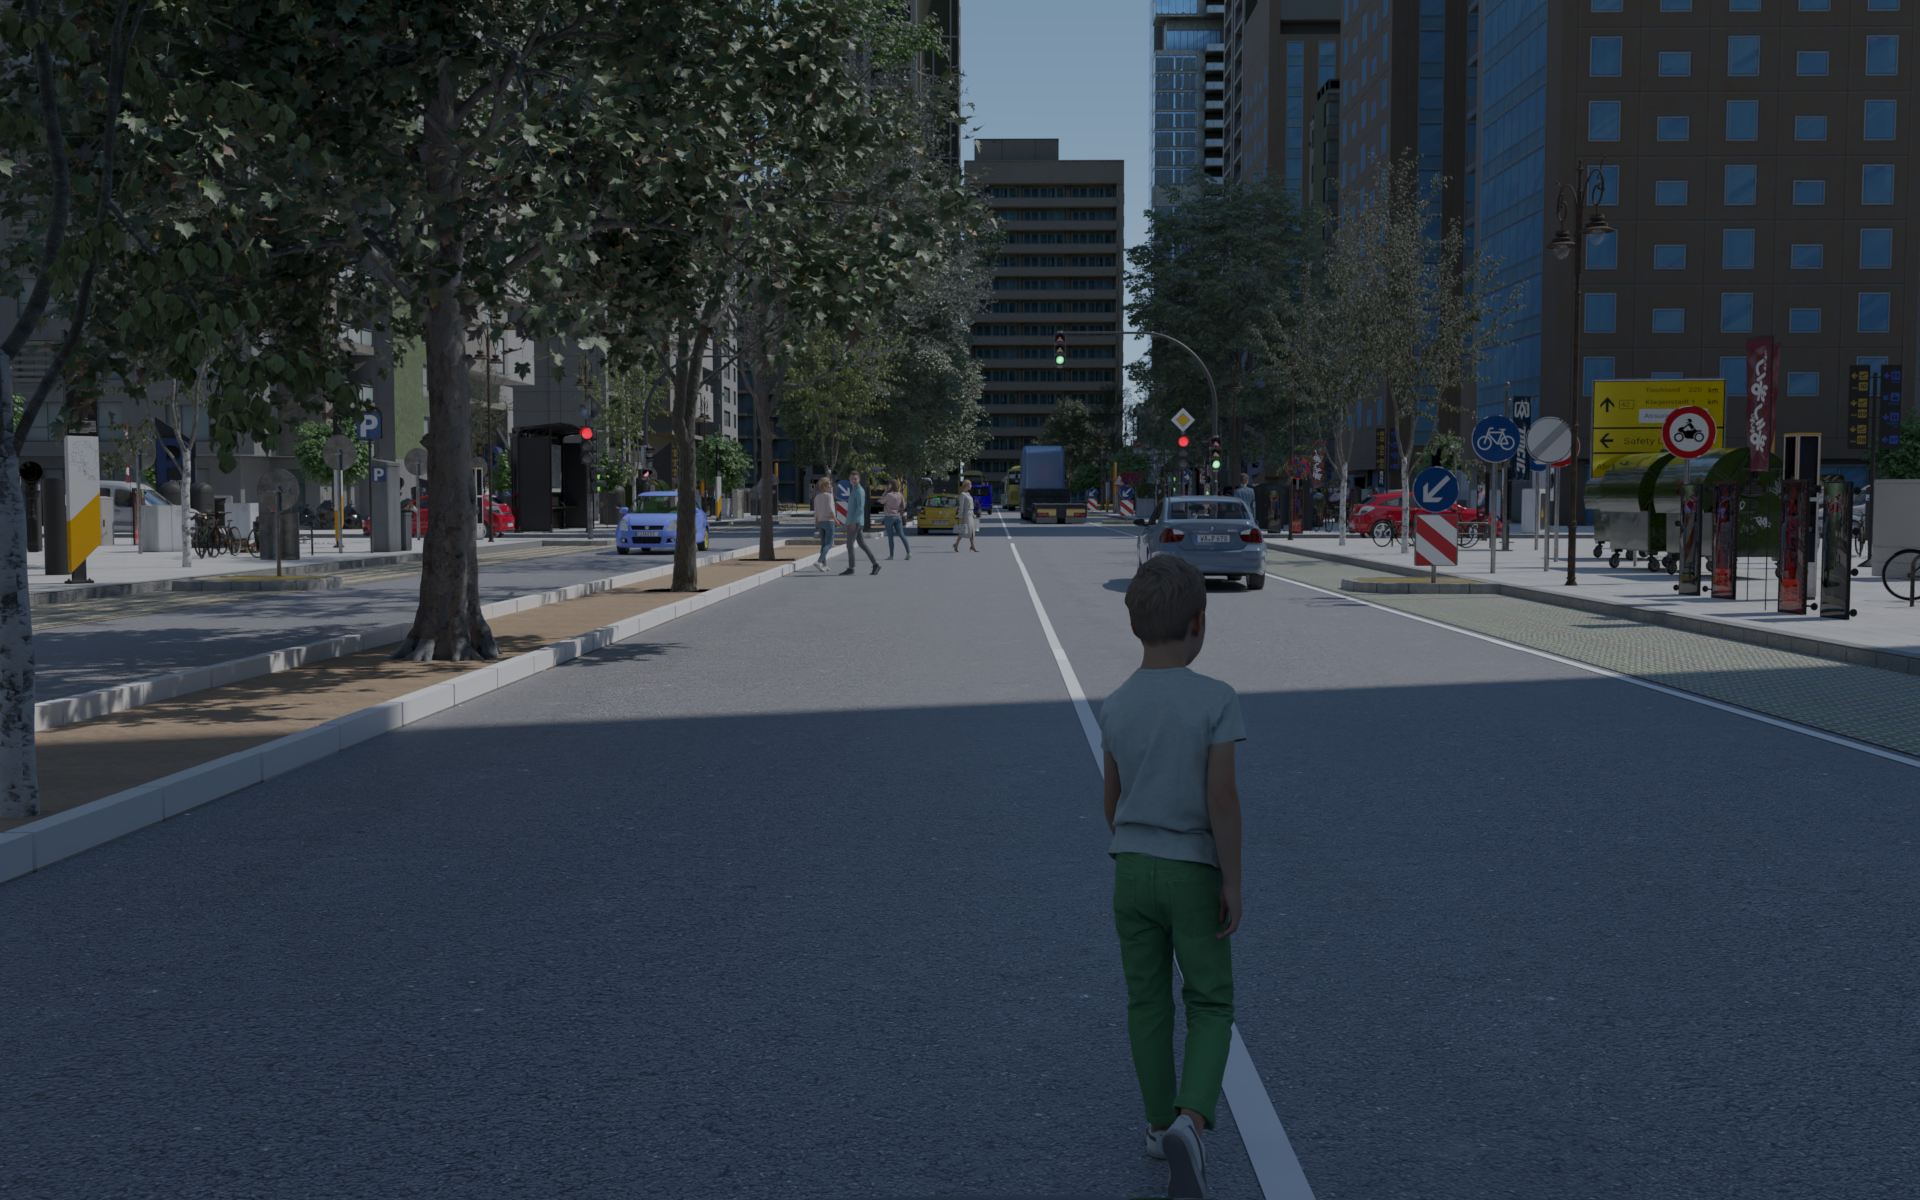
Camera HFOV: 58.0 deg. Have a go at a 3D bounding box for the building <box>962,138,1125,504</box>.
[{"bbox_3d":[11.212,-37.627,238.895,21.600,48.544,21.300,0,4,1],"label":"building"}]

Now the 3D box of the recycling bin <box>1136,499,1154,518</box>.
[{"bbox_3d":[10.099,-5.002,94.338,0.722,1.027,0.722,-3,4,-37],"label":"recycling bin"}]

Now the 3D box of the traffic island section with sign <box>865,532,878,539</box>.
[{"bbox_3d":[-3.713,-2.955,56.454,2.006,1.907,1.989,0,4,1],"label":"traffic island section with sign"}]

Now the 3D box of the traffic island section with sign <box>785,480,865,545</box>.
[{"bbox_3d":[-3.854,-2.502,49.048,2.006,1.907,1.989,0,4,1],"label":"traffic island section with sign"}]

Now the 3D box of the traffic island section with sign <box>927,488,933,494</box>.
[{"bbox_3d":[-2.383,-7.550,131.581,2.006,1.907,1.989,0,4,1],"label":"traffic island section with sign"}]

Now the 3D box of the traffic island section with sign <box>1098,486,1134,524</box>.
[{"bbox_3d":[7.737,-4.496,82.137,1.989,1.847,2.006,0,4,1],"label":"traffic island section with sign"}]

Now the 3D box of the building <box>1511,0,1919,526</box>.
[{"bbox_3d":[30.903,-25.967,74.664,14.200,45.320,14.600,0,4,1],"label":"building"}]

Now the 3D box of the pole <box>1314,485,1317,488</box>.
[{"bbox_3d":[23.527,-7.388,114.631,0.158,3.312,0.155,0,3,0],"label":"pole"}]

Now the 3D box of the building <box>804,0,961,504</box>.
[{"bbox_3d":[-10.286,-48.945,238.507,20.611,71.187,20.563,0,4,1],"label":"building"}]

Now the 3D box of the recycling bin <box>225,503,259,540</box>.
[{"bbox_3d":[-20.190,-2.211,48.701,0.722,1.027,0.722,0,4,-5],"label":"recycling bin"}]

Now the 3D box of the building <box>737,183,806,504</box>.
[{"bbox_3d":[-35.475,-35.819,240.258,28.867,44.769,22.147,0,4,1],"label":"building"}]

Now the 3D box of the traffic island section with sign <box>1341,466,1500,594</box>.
[{"bbox_3d":[6.729,-1.039,25.611,1.989,1.847,2.006,0,4,1],"label":"traffic island section with sign"}]

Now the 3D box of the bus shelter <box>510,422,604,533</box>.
[{"bbox_3d":[-13.859,-4.198,59.921,1.731,3.624,6.357,0,4,1],"label":"bus shelter"}]

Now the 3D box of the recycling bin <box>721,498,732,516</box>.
[{"bbox_3d":[-13.666,-5.356,100.126,0.722,1.027,0.722,1,4,14],"label":"recycling bin"}]

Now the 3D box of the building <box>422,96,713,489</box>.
[{"bbox_3d":[-38.892,-35.274,165.976,28.713,52.752,27.495,0,4,1],"label":"building"}]

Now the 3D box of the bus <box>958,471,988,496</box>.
[{"bbox_3d":[1.336,-11.630,181.692,2.896,3.916,12.252,0,4,3],"label":"bus"}]

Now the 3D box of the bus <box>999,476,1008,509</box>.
[{"bbox_3d":[5.383,-10.509,166.685,2.948,3.499,13.247,0,4,0],"label":"bus"}]

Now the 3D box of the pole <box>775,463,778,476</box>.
[{"bbox_3d":[-12.056,-7.331,113.704,0.158,3.312,0.155,0,3,0],"label":"pole"}]

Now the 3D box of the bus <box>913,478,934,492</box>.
[{"bbox_3d":[-4.385,-12.103,192.735,2.948,3.499,13.247,0,4,-1],"label":"bus"}]

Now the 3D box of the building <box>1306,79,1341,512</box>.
[{"bbox_3d":[31.859,-21.551,124.058,14.160,30.474,14.107,0,4,1],"label":"building"}]

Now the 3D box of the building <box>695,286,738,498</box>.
[{"bbox_3d":[-31.536,-25.406,187.085,14.107,30.474,14.160,0,4,1],"label":"building"}]

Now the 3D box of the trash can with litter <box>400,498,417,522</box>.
[{"bbox_3d":[-15.327,-2.179,47.007,1.055,1.170,0.624,-3,5,-42],"label":"trash can with litter"}]

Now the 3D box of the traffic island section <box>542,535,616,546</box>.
[{"bbox_3d":[-10.457,-1.630,48.931,2.009,0.180,2.903,0,4,1],"label":"traffic island section"}]

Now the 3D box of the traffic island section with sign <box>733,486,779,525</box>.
[{"bbox_3d":[-9.553,-4.458,81.509,1.989,1.847,2.006,0,4,1],"label":"traffic island section with sign"}]

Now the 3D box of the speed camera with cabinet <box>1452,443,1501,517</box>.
[{"bbox_3d":[19.745,-4.419,66.592,0.660,3.252,2.038,-3,5,-42],"label":"speed camera with cabinet"}]

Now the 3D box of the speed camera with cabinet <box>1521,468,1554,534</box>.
[{"bbox_3d":[18.917,-3.810,56.630,0.660,3.252,2.038,2,4,31],"label":"speed camera with cabinet"}]

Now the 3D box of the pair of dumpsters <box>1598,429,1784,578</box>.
[{"bbox_3d":[11.838,-1.557,27.946,1.574,2.255,4.437,0,4,1],"label":"pair of dumpsters"}]

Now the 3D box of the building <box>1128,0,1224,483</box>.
[{"bbox_3d":[37.913,-56.626,238.502,31.000,86.520,22.319,0,4,1],"label":"building"}]

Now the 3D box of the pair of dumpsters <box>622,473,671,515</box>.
[{"bbox_3d":[-14.089,-4.604,77.763,1.574,2.255,4.437,0,4,1],"label":"pair of dumpsters"}]

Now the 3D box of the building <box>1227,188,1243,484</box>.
[{"bbox_3d":[32.502,-24.078,165.371,14.160,30.474,14.107,0,4,1],"label":"building"}]

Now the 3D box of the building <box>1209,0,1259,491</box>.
[{"bbox_3d":[36.891,-45.451,181.380,20.563,71.187,20.611,0,4,1],"label":"building"}]

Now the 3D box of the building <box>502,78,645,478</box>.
[{"bbox_3d":[-34.892,-43.002,141.330,20.563,71.187,20.611,0,4,1],"label":"building"}]

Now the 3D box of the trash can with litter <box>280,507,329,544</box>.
[{"bbox_3d":[-17.566,-2.077,45.014,1.678,1.210,2.233,-3,5,-42],"label":"trash can with litter"}]

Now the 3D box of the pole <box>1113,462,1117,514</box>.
[{"bbox_3d":[9.923,-7.164,110.977,0.158,3.312,0.155,0,3,0],"label":"pole"}]

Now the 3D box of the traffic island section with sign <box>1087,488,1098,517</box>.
[{"bbox_3d":[8.225,-6.179,109.651,1.989,1.847,2.006,0,4,1],"label":"traffic island section with sign"}]

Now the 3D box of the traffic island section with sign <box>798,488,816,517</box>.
[{"bbox_3d":[-9.058,-6.112,108.561,1.989,1.847,2.006,0,4,1],"label":"traffic island section with sign"}]

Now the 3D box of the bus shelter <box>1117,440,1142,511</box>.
[{"bbox_3d":[12.410,-9.077,126.035,2.179,5.291,8.768,0,4,1],"label":"bus shelter"}]

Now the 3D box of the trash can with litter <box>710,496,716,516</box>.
[{"bbox_3d":[-14.212,-5.510,101.471,1.055,1.170,0.624,-1,4,-19],"label":"trash can with litter"}]

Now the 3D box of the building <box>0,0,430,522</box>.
[{"bbox_3d":[-32.927,-24.047,76.759,14.154,41.232,14.086,0,4,1],"label":"building"}]

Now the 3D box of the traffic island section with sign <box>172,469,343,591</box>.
[{"bbox_3d":[-10.531,-1.078,26.260,1.989,1.847,2.006,0,4,1],"label":"traffic island section with sign"}]

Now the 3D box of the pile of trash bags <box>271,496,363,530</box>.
[{"bbox_3d":[-23.181,-3.191,61.926,1.912,1.369,3.447,2,4,30],"label":"pile of trash bags"}]

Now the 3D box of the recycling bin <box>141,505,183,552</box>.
[{"bbox_3d":[-17.762,-1.590,38.543,0.722,1.027,0.722,2,4,32],"label":"recycling bin"}]

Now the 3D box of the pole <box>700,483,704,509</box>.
[{"bbox_3d":[-14.977,-6.532,100.642,0.158,3.312,0.155,0,3,0],"label":"pole"}]

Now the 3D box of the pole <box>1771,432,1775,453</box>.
[{"bbox_3d":[21.667,-3.211,46.335,0.158,3.312,0.155,0,3,0],"label":"pole"}]

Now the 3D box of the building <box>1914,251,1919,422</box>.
[{"bbox_3d":[61.457,-32.902,79.951,28.212,58.520,21.231,0,4,1],"label":"building"}]

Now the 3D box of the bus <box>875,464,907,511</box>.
[{"bbox_3d":[-5.756,-9.254,142.850,2.896,3.916,12.252,0,4,2],"label":"bus"}]

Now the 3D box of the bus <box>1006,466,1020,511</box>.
[{"bbox_3d":[5.396,-9.766,151.224,2.896,3.916,12.252,0,4,2],"label":"bus"}]

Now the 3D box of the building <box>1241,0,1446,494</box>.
[{"bbox_3d":[32.433,-30.594,150.328,14.600,45.320,14.200,0,4,1],"label":"building"}]

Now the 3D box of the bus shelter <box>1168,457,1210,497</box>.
[{"bbox_3d":[12.939,-6.322,97.286,2.014,3.302,5.546,0,4,1],"label":"bus shelter"}]

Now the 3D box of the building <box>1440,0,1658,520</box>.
[{"bbox_3d":[30.561,-27.609,101.512,14.600,45.320,14.200,0,4,1],"label":"building"}]
